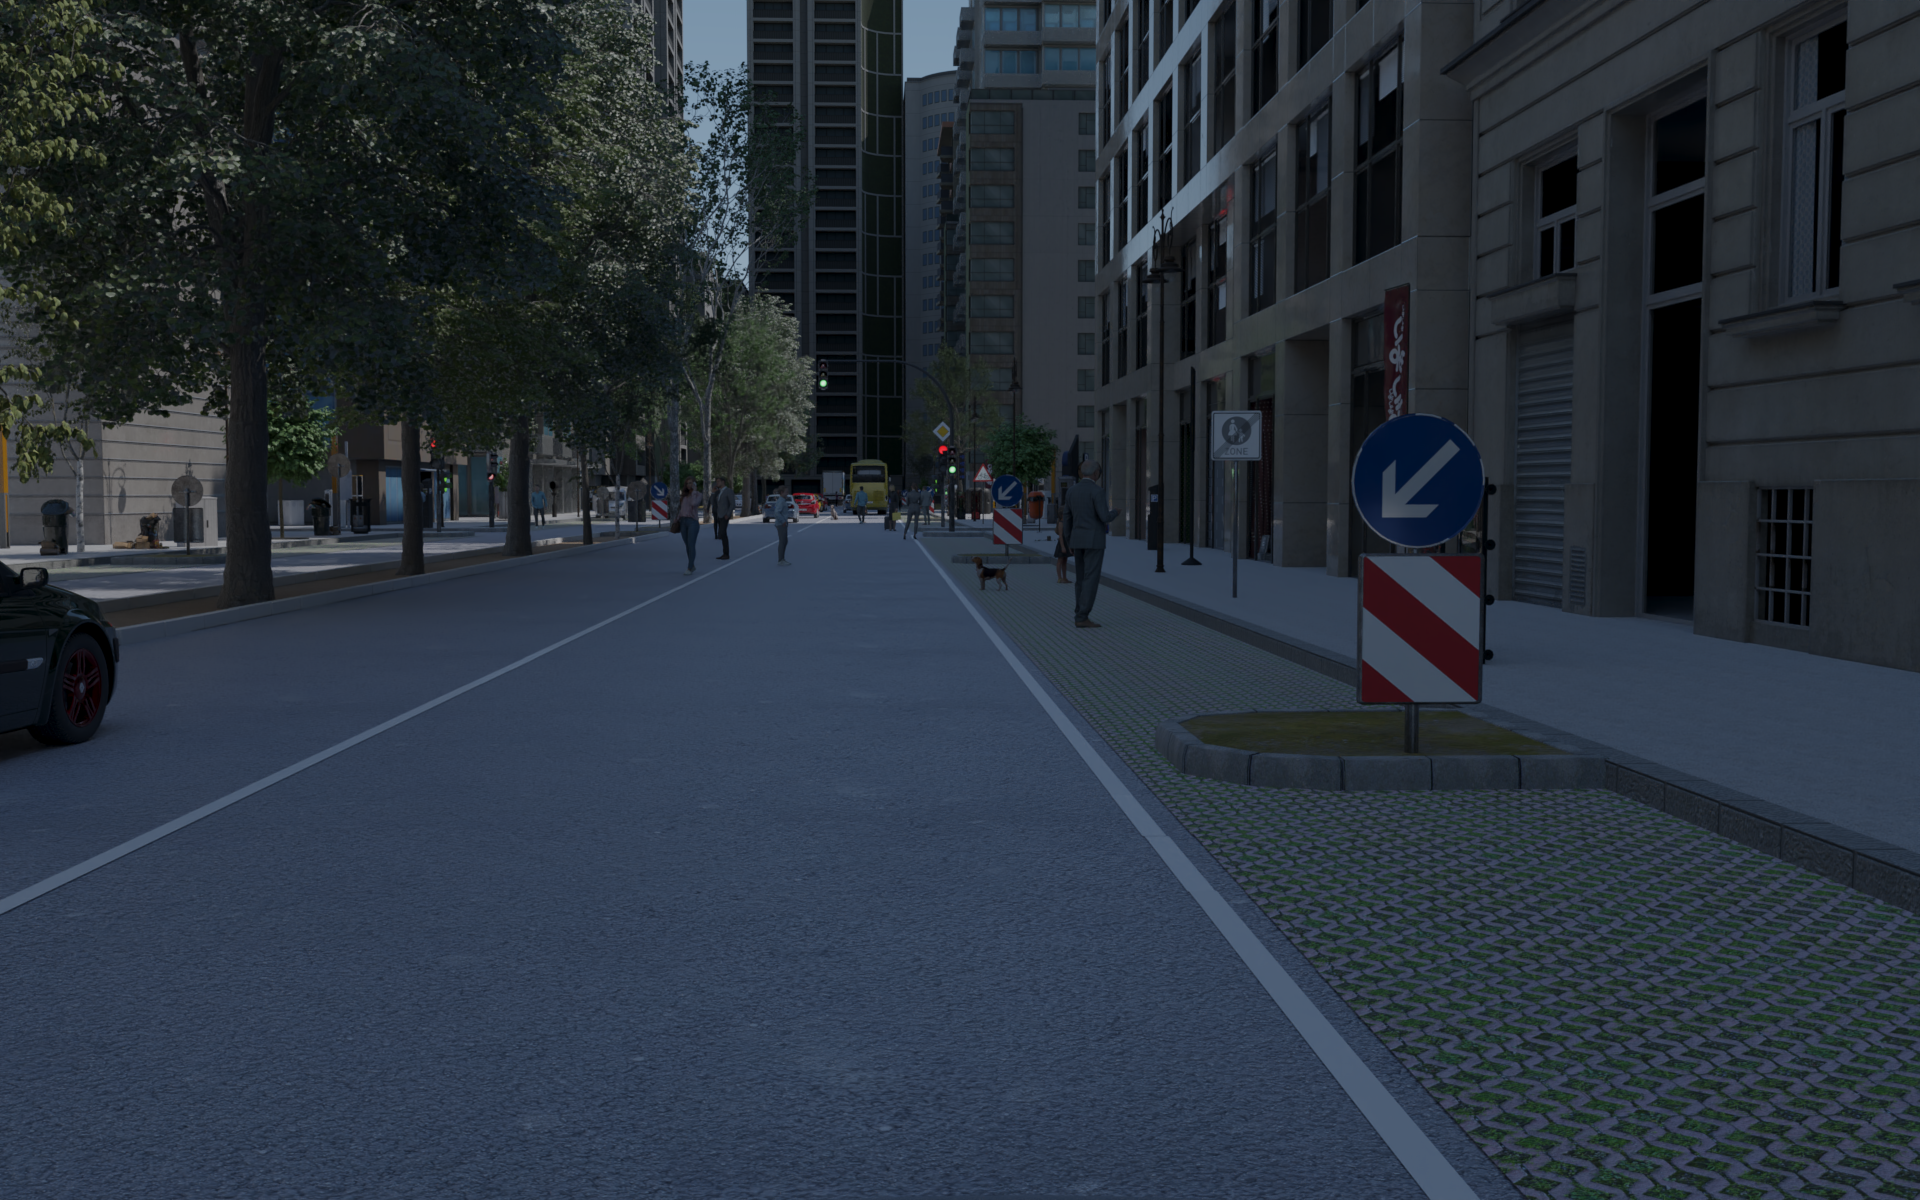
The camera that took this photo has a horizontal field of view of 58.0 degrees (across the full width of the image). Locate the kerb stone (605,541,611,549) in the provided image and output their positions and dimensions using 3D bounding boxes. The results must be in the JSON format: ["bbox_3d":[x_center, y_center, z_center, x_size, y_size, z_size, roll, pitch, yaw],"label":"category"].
[{"bbox_3d":[-9.383,-1.428,45.551,0.120,0.150,1.000,0,4,-3],"label":"kerb stone"}]

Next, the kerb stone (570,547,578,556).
[{"bbox_3d":[-9.138,-1.115,40.444,0.120,0.150,1.000,0,4,-3],"label":"kerb stone"}]

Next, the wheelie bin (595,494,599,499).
[{"bbox_3d":[-21.590,-5.921,104.708,0.980,1.594,0.693,0,4,0],"label":"wheelie bin"}]

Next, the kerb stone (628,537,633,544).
[{"bbox_3d":[-9.572,-1.679,49.660,0.120,0.150,1.000,0,4,-3],"label":"kerb stone"}]

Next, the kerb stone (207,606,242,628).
[{"bbox_3d":[-8.114,0.204,18.917,0.120,0.150,1.000,0,4,-3],"label":"kerb stone"}]

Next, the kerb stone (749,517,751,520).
[{"bbox_3d":[-11.747,-4.469,95.262,0.120,0.150,1.000,0,4,-3],"label":"kerb stone"}]

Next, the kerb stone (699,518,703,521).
[{"bbox_3d":[-13.690,-4.274,92.072,0.120,0.150,1.000,0,4,-3],"label":"kerb stone"}]

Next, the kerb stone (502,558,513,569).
[{"bbox_3d":[-8.799,-0.678,33.280,0.120,0.150,1.000,0,4,-3],"label":"kerb stone"}]

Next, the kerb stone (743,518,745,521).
[{"bbox_3d":[-11.548,-4.217,91.149,0.120,0.150,1.000,0,4,-3],"label":"kerb stone"}]

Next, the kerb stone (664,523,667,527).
[{"bbox_3d":[-12.869,-3.205,74.681,0.120,0.150,1.000,0,4,-3],"label":"kerb stone"}]

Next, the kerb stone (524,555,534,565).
[{"bbox_3d":[-8.898,-0.797,35.327,0.120,0.150,1.000,0,4,-3],"label":"kerb stone"}]

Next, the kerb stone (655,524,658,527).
[{"bbox_3d":[-12.713,-3.021,71.596,0.120,0.150,1.000,0,4,-3],"label":"kerb stone"}]

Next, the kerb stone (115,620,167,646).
[{"bbox_3d":[-8.015,0.326,16.870,0.120,0.150,1.000,0,4,-3],"label":"kerb stone"}]

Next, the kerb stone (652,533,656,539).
[{"bbox_3d":[-9.821,-1.993,54.784,0.120,0.150,1.000,0,4,-3],"label":"kerb stone"}]

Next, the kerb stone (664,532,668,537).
[{"bbox_3d":[-9.967,-2.181,57.856,0.120,0.150,1.000,0,4,-3],"label":"kerb stone"}]

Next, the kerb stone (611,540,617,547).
[{"bbox_3d":[-9.431,-1.488,46.582,0.120,0.150,1.000,0,4,-3],"label":"kerb stone"}]

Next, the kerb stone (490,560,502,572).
[{"bbox_3d":[-8.750,-0.614,32.252,0.120,0.150,1.000,0,4,-3],"label":"kerb stone"}]

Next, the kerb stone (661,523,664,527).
[{"bbox_3d":[-12.819,-3.147,73.642,0.120,0.150,1.000,0,4,-3],"label":"kerb stone"}]

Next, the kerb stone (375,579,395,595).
[{"bbox_3d":[-8.415,-0.176,25.071,0.120,0.150,1.000,0,4,-3],"label":"kerb stone"}]

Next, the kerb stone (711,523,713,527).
[{"bbox_3d":[-10.720,-3.153,73.746,0.120,0.150,1.000,0,4,-3],"label":"kerb stone"}]

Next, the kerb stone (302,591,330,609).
[{"bbox_3d":[-8.259,0.012,21.993,0.120,0.150,1.000,0,4,-3],"label":"kerb stone"}]

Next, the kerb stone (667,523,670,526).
[{"bbox_3d":[-12.915,-3.273,75.706,0.120,0.150,1.000,0,4,-3],"label":"kerb stone"}]

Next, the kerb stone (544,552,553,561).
[{"bbox_3d":[-8.999,-0.925,37.372,0.120,0.150,1.000,0,4,-3],"label":"kerb stone"}]

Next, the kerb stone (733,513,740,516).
[{"bbox_3d":[-14.716,-5.590,113.589,0.120,0.150,1.000,0,4,-3],"label":"kerb stone"}]

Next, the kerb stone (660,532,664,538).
[{"bbox_3d":[-9.913,-2.118,56.831,0.120,0.150,1.000,0,4,-3],"label":"kerb stone"}]

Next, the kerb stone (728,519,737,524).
[{"bbox_3d":[-11.300,-3.903,86.036,0.120,0.150,1.000,0,4,-3],"label":"kerb stone"}]

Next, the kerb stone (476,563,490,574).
[{"bbox_3d":[-8.703,-0.553,31.231,0.120,0.150,1.000,0,4,-3],"label":"kerb stone"}]

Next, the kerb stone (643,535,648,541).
[{"bbox_3d":[-9.719,-1.868,52.737,0.120,0.150,1.000,0,4,-3],"label":"kerb stone"}]

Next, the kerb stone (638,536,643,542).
[{"bbox_3d":[-9.669,-1.804,51.709,0.120,0.150,1.000,0,4,-3],"label":"kerb stone"}]

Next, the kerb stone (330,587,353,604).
[{"bbox_3d":[-8.311,-0.050,23.015,0.120,0.150,1.000,0,4,-3],"label":"kerb stone"}]

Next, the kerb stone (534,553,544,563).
[{"bbox_3d":[-8.948,-0.862,36.347,0.120,0.150,1.000,0,4,-3],"label":"kerb stone"}]

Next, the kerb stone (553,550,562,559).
[{"bbox_3d":[-9.039,-0.986,38.394,0.120,0.150,1.000,0,4,-3],"label":"kerb stone"}]

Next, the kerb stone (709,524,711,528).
[{"bbox_3d":[-10.662,-3.088,72.724,0.120,0.150,1.000,0,4,-3],"label":"kerb stone"}]

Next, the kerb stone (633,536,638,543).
[{"bbox_3d":[-9.619,-1.743,50.689,0.120,0.150,1.000,0,4,-3],"label":"kerb stone"}]

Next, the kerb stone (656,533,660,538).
[{"bbox_3d":[-9.876,-2.055,55.807,0.120,0.150,1.000,0,4,-3],"label":"kerb stone"}]

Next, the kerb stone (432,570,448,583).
[{"bbox_3d":[-8.551,-0.364,28.156,0.120,0.150,1.000,0,4,-3],"label":"kerb stone"}]

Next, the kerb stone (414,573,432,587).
[{"bbox_3d":[-8.503,-0.301,27.122,0.120,0.150,1.000,0,4,-3],"label":"kerb stone"}]

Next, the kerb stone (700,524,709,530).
[{"bbox_3d":[-10.626,-3.027,71.702,0.120,0.150,1.000,0,4,-3],"label":"kerb stone"}]

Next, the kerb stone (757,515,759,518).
[{"bbox_3d":[-12.028,-4.846,101.421,0.120,0.150,1.000,0,4,-3],"label":"kerb stone"}]

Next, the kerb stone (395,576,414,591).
[{"bbox_3d":[-8.460,-0.239,26.101,0.120,0.150,1.000,0,4,-3],"label":"kerb stone"}]

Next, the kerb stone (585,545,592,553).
[{"bbox_3d":[-9.232,-1.241,42.488,0.120,0.150,1.000,0,4,-3],"label":"kerb stone"}]

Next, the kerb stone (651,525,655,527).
[{"bbox_3d":[-12.669,-2.959,70.575,0.120,0.150,1.000,0,4,-3],"label":"kerb stone"}]

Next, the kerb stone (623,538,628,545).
[{"bbox_3d":[-9.531,-1.612,48.627,0.120,0.150,1.000,0,4,-3],"label":"kerb stone"}]

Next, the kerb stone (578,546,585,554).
[{"bbox_3d":[-9.184,-1.179,41.465,0.120,0.150,1.000,0,4,-3],"label":"kerb stone"}]

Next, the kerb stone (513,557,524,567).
[{"bbox_3d":[-8.851,-0.740,34.300,0.120,0.150,1.000,0,4,-3],"label":"kerb stone"}]

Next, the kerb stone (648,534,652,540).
[{"bbox_3d":[-9.765,-1.931,53.764,0.120,0.150,1.000,0,4,-3],"label":"kerb stone"}]

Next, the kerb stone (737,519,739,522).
[{"bbox_3d":[-11.346,-3.962,87.057,0.120,0.150,1.000,0,4,-3],"label":"kerb stone"}]

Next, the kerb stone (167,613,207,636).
[{"bbox_3d":[-8.064,0.266,17.896,0.120,0.150,1.000,0,4,-3],"label":"kerb stone"}]

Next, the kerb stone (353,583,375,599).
[{"bbox_3d":[-8.366,-0.113,24.038,0.120,0.150,1.000,0,4,-3],"label":"kerb stone"}]

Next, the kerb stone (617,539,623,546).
[{"bbox_3d":[-9.479,-1.554,47.602,0.120,0.150,1.000,0,4,-3],"label":"kerb stone"}]

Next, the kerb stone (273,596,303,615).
[{"bbox_3d":[-8.215,0.075,20.965,0.120,0.150,1.000,0,4,-3],"label":"kerb stone"}]

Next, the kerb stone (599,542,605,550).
[{"bbox_3d":[-9.336,-1.365,44.530,0.120,0.150,1.000,0,4,-3],"label":"kerb stone"}]

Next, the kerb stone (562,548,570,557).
[{"bbox_3d":[-9.092,-1.051,39.424,0.120,0.150,1.000,0,4,-3],"label":"kerb stone"}]

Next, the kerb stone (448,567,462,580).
[{"bbox_3d":[-8.609,-0.424,29.178,0.120,0.150,1.000,0,4,-3],"label":"kerb stone"}]

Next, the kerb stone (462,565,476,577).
[{"bbox_3d":[-8.660,-0.489,30.199,0.120,0.150,1.000,0,4,-3],"label":"kerb stone"}]

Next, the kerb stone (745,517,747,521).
[{"bbox_3d":[-11.593,-4.280,92.183,0.120,0.150,1.000,0,4,-3],"label":"kerb stone"}]

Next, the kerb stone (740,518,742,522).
[{"bbox_3d":[-11.444,-4.087,89.108,0.120,0.150,1.000,0,4,-3],"label":"kerb stone"}]

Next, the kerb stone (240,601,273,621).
[{"bbox_3d":[-8.172,0.138,19.944,0.120,0.150,1.000,0,4,-3],"label":"kerb stone"}]

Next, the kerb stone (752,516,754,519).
[{"bbox_3d":[-11.829,-4.594,97.311,0.120,0.150,1.000,0,4,-3],"label":"kerb stone"}]

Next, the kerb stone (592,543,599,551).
[{"bbox_3d":[-9.280,-1.303,43.509,0.120,0.150,1.000,0,4,-3],"label":"kerb stone"}]
